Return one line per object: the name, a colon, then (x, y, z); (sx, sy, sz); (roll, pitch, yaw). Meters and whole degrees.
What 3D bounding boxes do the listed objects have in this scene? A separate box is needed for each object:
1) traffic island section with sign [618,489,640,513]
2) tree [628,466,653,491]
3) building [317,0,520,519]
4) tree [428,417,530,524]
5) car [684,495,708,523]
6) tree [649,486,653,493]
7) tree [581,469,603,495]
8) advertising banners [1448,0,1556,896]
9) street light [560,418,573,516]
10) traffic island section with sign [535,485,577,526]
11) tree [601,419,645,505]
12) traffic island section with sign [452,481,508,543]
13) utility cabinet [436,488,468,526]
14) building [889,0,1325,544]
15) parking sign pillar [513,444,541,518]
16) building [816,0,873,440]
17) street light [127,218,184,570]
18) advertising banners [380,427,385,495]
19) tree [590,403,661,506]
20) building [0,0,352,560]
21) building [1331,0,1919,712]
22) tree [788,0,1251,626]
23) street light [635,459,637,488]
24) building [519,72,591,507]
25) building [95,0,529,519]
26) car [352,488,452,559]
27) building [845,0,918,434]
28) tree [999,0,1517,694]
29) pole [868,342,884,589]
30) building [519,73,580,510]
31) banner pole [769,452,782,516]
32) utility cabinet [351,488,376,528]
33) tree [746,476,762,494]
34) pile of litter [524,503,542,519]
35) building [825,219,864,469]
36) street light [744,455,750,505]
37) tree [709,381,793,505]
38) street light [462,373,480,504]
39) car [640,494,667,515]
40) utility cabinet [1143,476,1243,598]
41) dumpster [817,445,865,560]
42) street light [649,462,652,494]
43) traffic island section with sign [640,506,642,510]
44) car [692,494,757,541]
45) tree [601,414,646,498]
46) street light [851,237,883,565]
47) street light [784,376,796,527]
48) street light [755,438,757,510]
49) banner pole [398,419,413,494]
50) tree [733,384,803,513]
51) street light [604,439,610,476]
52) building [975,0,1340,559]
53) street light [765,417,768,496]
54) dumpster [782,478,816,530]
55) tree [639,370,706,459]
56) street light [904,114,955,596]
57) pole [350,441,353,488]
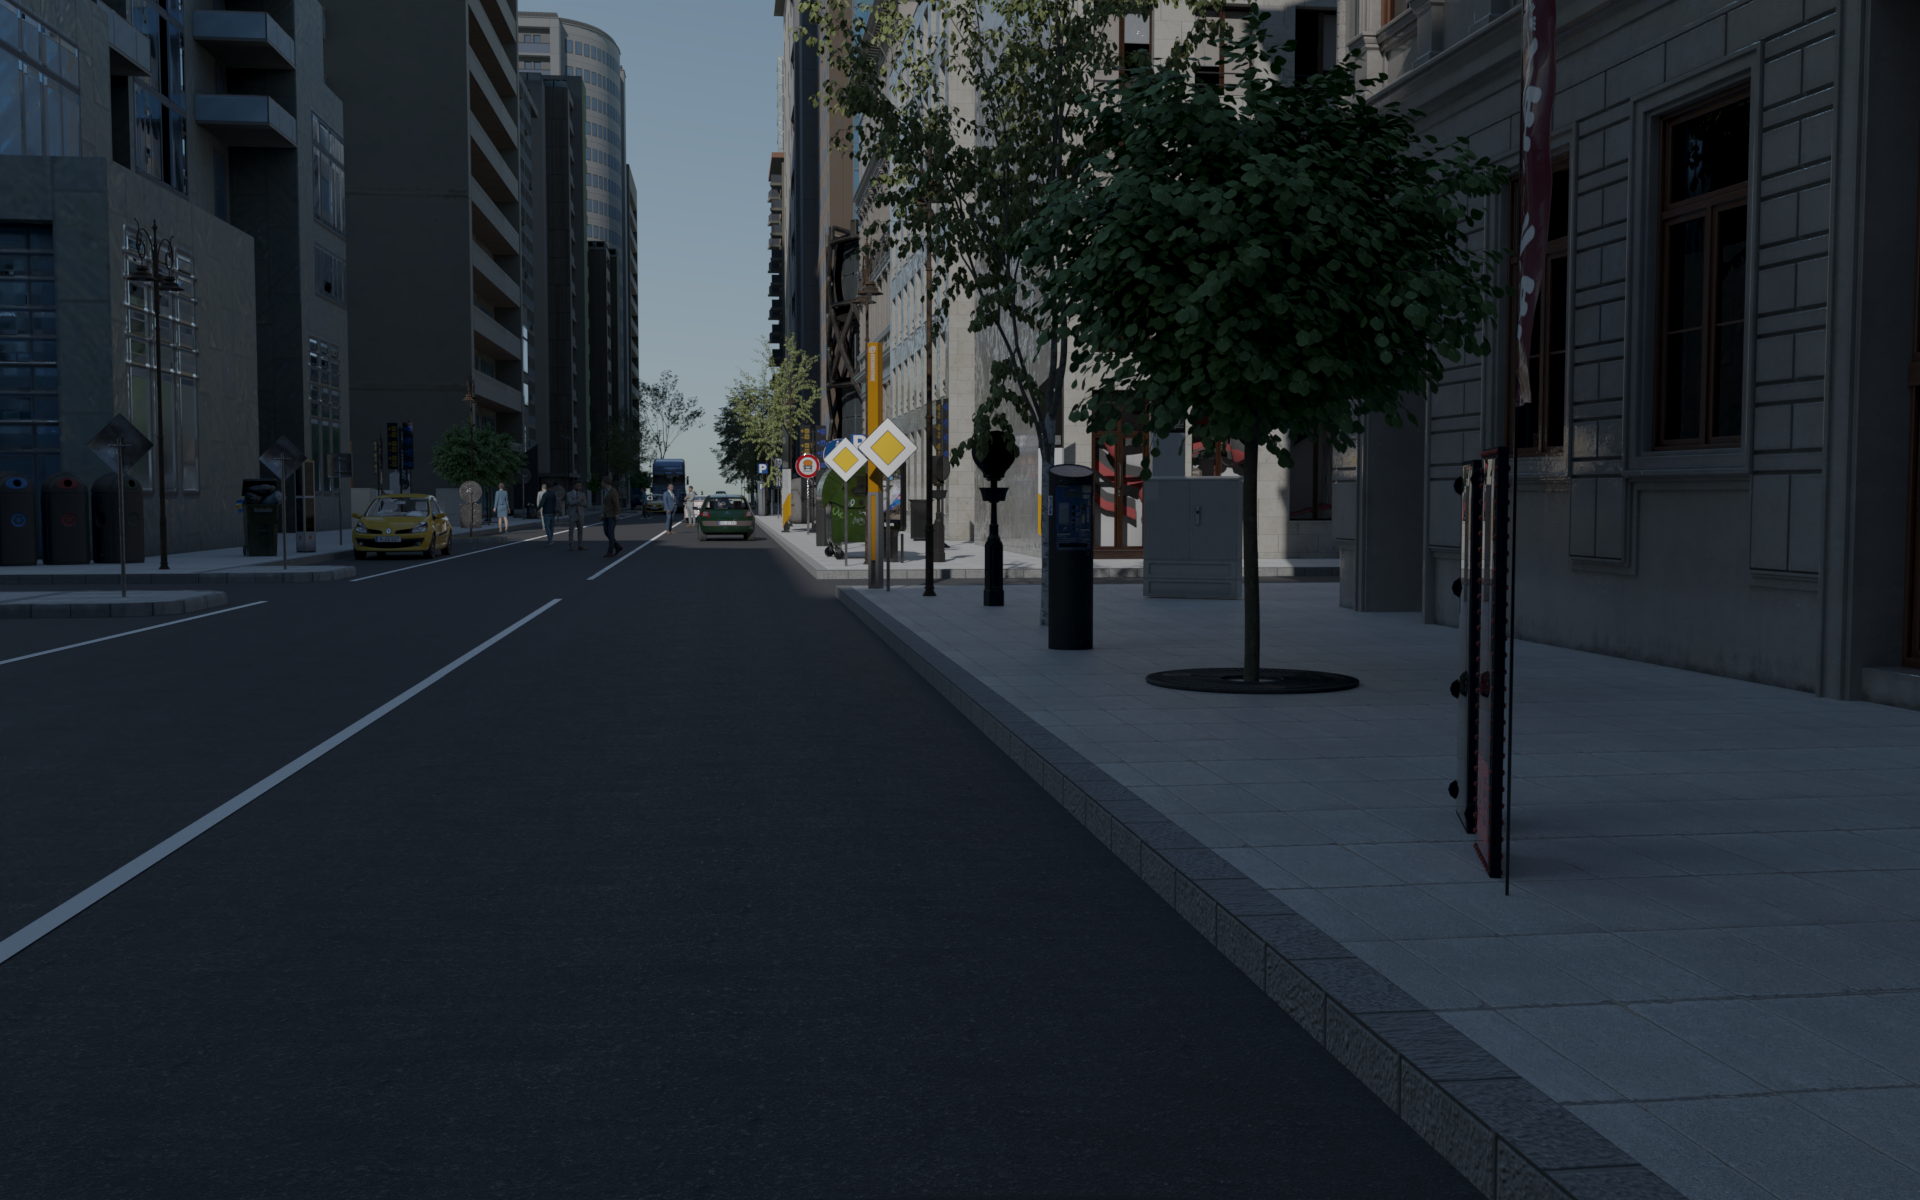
traffic island section with sign: (-24.959, -7.321, 128.325); (1.989, 1.847, 2.006); (0, 4, -8)
tree: (-36.972, -13.264, 200.583); (4.285, 4.588, 4.351); (0, 3, 0)
building: (-34.547, -28.398, 88.011); (21.300, 48.544, 21.600); (0, 4, -8)
tree: (-21.073, -5.745, 77.651); (4.285, 4.588, 4.351); (0, 3, 0)
car: (-12.865, -4.571, 87.092); (2.083, 1.381, 4.827); (0, 4, -6)
tree: (-42.582, -15.110, 241.642); (1.663, 3.219, 1.824); (0, 3, 0)
tree: (-28.718, -8.672, 136.387); (1.663, 3.219, 1.824); (0, 3, 0)
advertising banners: (1.839, -0.597, 5.950); (0.090, 3.025, 2.074); (1, 4, 11)
street light: (-23.890, -8.132, 105.742); (0.468, 5.910, 1.993); (0, 4, -8)
traffic island section with sign: (-18.204, -4.279, 78.582); (1.989, 1.847, 2.006); (0, 4, -8)
tree: (-32.978, -13.400, 169.454); (4.360, 8.622, 3.978); (0, 3, 0)
traffic island section with sign: (-14.472, -2.606, 51.240); (1.989, 1.847, 2.006); (0, 4, -8)
utility cabinet: (-19.948, -3.631, 68.050); (1.173, 1.500, 0.318); (0, 3, 0)
building: (3.714, -12.292, 55.718); (10.420, 20.320, 16.860); (0, 4, -8)
parking sign pillar: (-23.366, -6.412, 93.305); (1.447, 3.967, 1.447); (0, 4, -5)
building: (-2.246, -28.478, 115.729); (14.600, 45.320, 14.200); (0, 4, -8)
street light: (-13.549, -3.457, 29.312); (0.468, 5.910, 1.993); (0, 4, -8)
advertising banners: (-15.341, -3.045, 45.972); (0.090, 3.025, 2.074); (-1, 4, -17)
tree: (-34.675, -14.939, 178.669); (8.767, 10.594, 7.601); (1, 4, 17)
building: (-29.442, -44.774, 44.726); (22.319, 86.520, 31.000); (0, 4, -8)
building: (10.534, -10.636, 10.056); (11.583, 22.565, 21.152); (0, 4, -8)
tree: (0.623, -4.059, 16.722); (4.737, 8.622, 4.395); (0, 3, 0)
street light: (-35.085, -13.154, 187.863); (0.468, 5.910, 1.993); (0, 4, -8)
building: (-42.763, -29.360, 163.624); (14.154, 41.232, 14.086); (0, 4, -8)
building: (-40.360, -49.077, 115.088); (22.319, 86.520, 31.000); (0, 4, -8)
car: (-12.630, -1.778, 39.298); (2.015, 1.641, 3.980); (-1, 4, -8)
building: (1.231, -15.007, 74.238); (11.050, 23.489, 19.941); (0, 4, -8)
tree: (1.968, -1.714, 11.735); (4.285, 4.588, 4.351); (0, 3, 0)
pole: (-1.142, -1.809, 23.425); (0.158, 3.312, 0.155); (0, 3, 0)
building: (-48.594, -27.625, 143.543); (32.217, 40.220, 23.993); (0, 4, -8)
banner pole: (-10.800, -6.820, 101.519); (0.863, 3.779, 0.401); (-1, 4, -12)
utility cabinet: (-22.444, -3.452, 65.123); (1.173, 1.500, 0.318); (2, 4, 30)
tree: (-19.310, -10.533, 166.809); (1.663, 3.219, 1.824); (0, 3, 0)
pile of litter: (-21.852, -4.595, 89.100); (1.176, 0.858, 1.719); (0, 4, -6)
building: (0.750, -14.131, 98.498); (16.820, 18.784, 16.811); (0, 4, -8)
street light: (-21.925, -12.661, 179.792); (0.468, 5.910, 1.993); (0, 4, -8)
tree: (-23.365, -17.674, 195.619); (9.857, 13.997, 8.962); (0, 3, 0)
street light: (-18.668, -5.717, 66.264); (0.468, 5.910, 1.993); (0, 4, -8)
car: (-21.386, -6.795, 121.327); (2.015, 1.641, 3.980); (-1, 4, -9)
utility cabinet: (2.855, -0.769, 21.258); (1.173, 1.500, 0.318); (1, 4, 22)
dumpster: (-2.059, -1.960, 34.546); (1.502, 2.255, 1.985); (0, 4, -8)
street light: (-40.212, -15.424, 224.969); (0.468, 5.910, 1.993); (0, 4, -8)
traffic island section with sign: (-28.619, -8.973, 155.340); (1.989, 1.847, 2.006); (0, 4, -8)
car: (-7.331, -2.709, 54.072); (2.009, 1.686, 4.222); (-1, 4, -10)
tree: (-31.506, -12.867, 160.729); (4.737, 8.622, 4.395); (0, 3, 0)
street light: (-1.679, -3.585, 31.399); (0.468, 5.910, 1.993); (0, 4, -8)
street light: (-6.652, -5.826, 68.042); (0.468, 5.910, 1.993); (0, 4, -8)
street light: (-16.887, -10.420, 143.157); (0.468, 5.910, 1.993); (0, 4, -8)
banner pole: (-18.627, -4.177, 58.303); (0.863, 3.779, 0.401); (2, 4, 35)
tree: (-12.622, -10.059, 114.824); (4.360, 8.622, 3.978); (0, 3, 0)
street light: (-28.983, -10.377, 142.447); (0.468, 5.910, 1.993); (0, 4, -8)
building: (9.398, -11.289, 39.328); (16.860, 20.320, 10.420); (0, 4, -8)
street light: (-11.677, -8.067, 104.679); (0.468, 5.910, 1.993); (0, 4, -8)
dumpster: (-5.622, -3.396, 61.289); (1.264, 1.857, 1.865); (0, 4, -8)
tree: (-44.003, -24.834, 261.924); (12.611, 20.169, 13.585); (0, 3, 0)
street light: (-0.383, -2.987, 21.620); (0.468, 5.910, 1.993); (0, 4, -8)
pole: (-23.238, -4.414, 66.019); (0.158, 3.312, 0.155); (0, 3, 0)
